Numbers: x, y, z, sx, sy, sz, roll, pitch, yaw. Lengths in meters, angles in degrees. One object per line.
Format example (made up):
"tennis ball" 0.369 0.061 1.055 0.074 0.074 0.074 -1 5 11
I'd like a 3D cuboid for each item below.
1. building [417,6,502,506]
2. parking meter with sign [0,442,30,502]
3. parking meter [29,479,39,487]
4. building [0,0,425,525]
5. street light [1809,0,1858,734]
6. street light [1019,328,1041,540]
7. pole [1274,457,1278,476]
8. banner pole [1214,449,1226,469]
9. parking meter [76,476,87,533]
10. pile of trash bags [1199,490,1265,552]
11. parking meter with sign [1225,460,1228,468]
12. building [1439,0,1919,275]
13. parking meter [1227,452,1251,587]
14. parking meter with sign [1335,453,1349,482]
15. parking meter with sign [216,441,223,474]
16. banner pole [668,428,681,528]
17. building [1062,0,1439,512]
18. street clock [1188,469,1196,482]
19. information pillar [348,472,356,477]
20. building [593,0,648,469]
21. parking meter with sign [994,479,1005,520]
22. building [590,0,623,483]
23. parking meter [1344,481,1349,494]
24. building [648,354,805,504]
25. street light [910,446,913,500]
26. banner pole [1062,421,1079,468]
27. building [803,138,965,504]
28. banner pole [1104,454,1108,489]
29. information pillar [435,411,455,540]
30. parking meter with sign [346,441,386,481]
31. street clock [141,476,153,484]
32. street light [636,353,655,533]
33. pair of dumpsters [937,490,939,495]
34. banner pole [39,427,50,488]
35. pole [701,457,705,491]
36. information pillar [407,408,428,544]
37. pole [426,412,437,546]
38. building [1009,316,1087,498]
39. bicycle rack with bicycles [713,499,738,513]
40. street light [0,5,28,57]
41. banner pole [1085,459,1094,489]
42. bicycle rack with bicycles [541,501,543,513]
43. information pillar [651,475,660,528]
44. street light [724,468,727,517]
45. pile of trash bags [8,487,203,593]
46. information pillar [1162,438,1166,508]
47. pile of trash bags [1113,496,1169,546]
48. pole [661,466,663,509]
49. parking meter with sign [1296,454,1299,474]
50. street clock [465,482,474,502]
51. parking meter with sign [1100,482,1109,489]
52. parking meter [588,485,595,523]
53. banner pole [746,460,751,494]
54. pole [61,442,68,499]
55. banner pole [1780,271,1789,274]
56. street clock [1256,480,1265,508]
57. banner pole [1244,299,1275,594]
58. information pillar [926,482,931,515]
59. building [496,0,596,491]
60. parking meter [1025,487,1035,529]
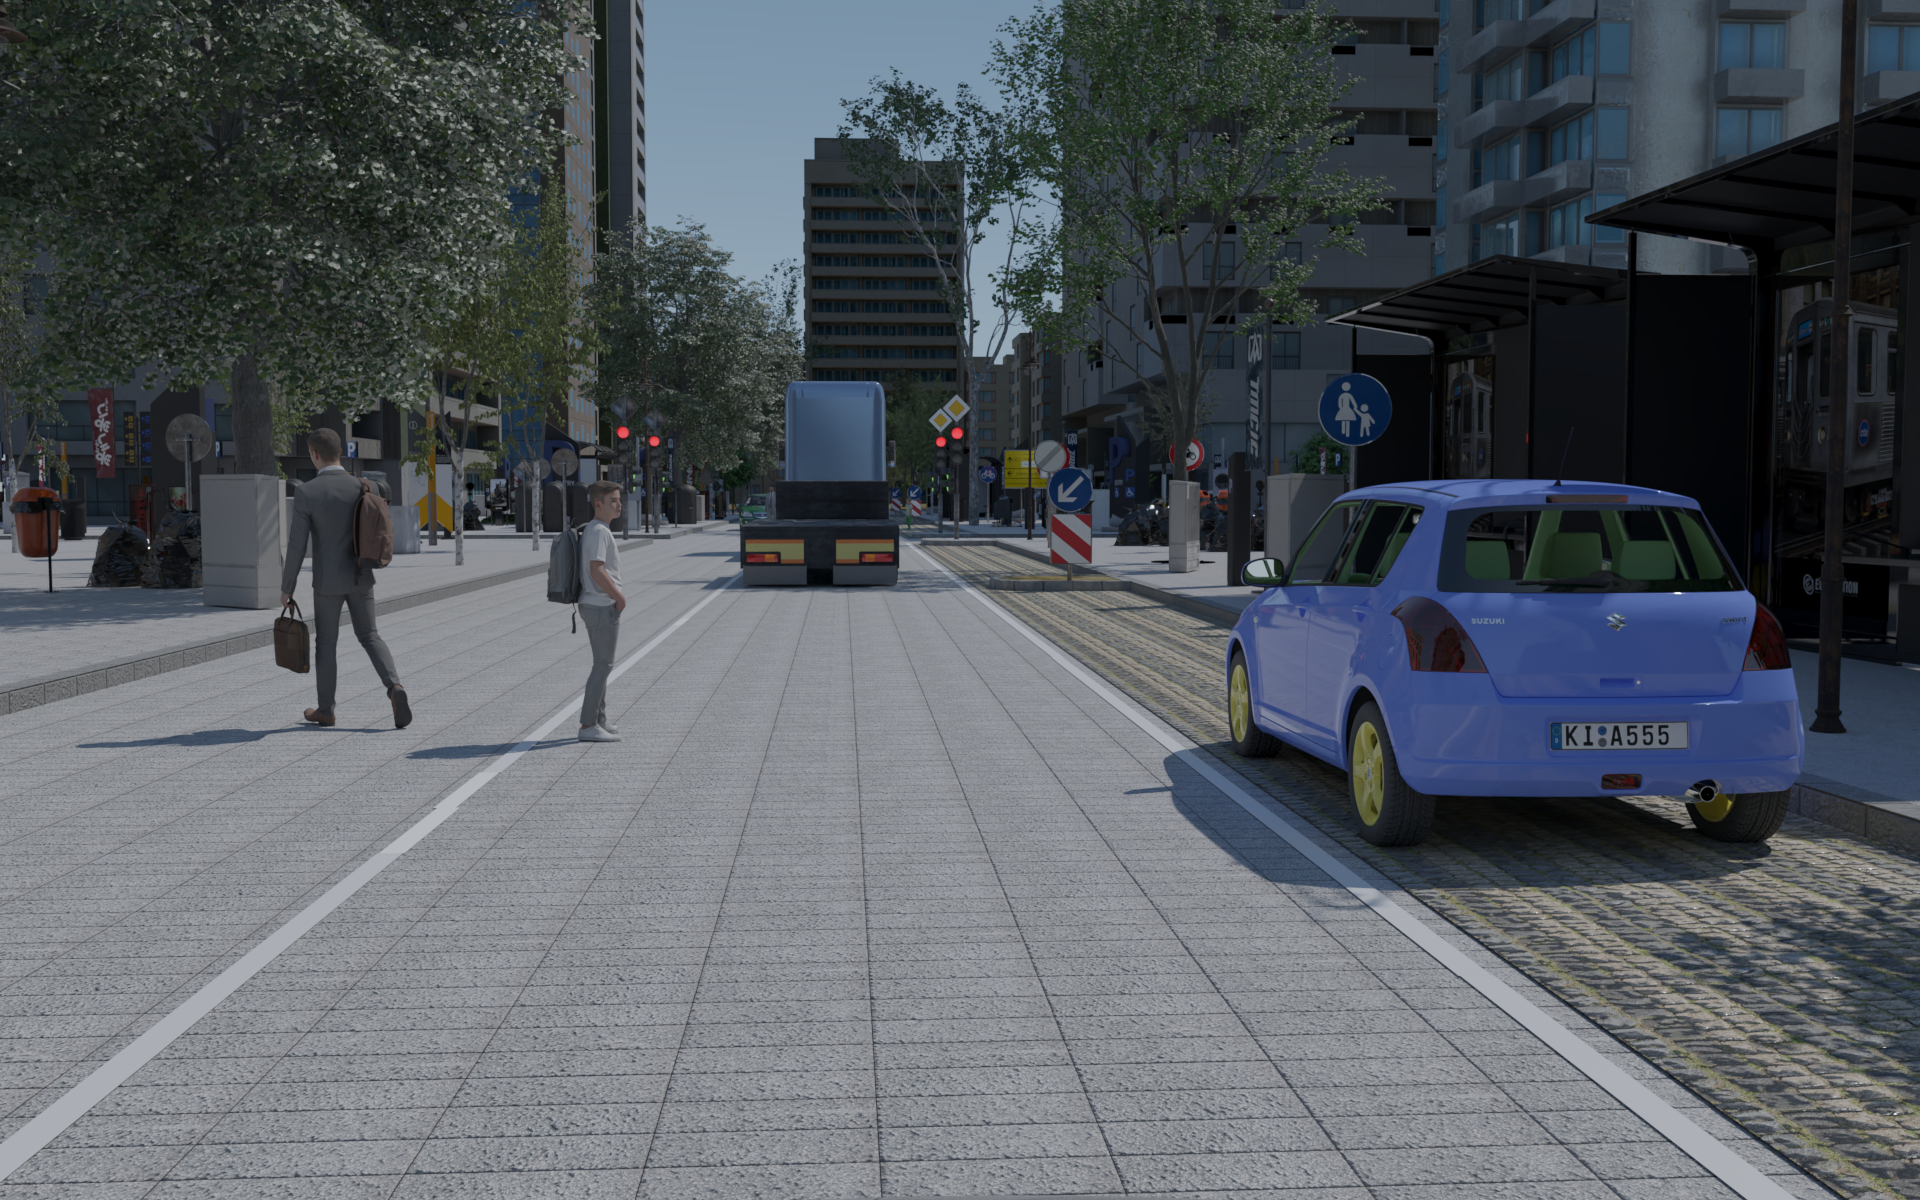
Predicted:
"building" -41.897 -29.651 108.488 21.300 48.544 21.600 0 4 -4
"parking meter with sign" -31.901 -3.817 58.662 0.543 3.016 1.738 1 4 19
"parking meter" -36.568 -3.831 68.356 0.399 1.863 0.255 0 4 0
"building" -32.509 -18.623 76.180 14.160 30.474 14.107 0 4 -4
"street light" 4.689 -2.226 9.179 0.468 5.910 1.993 0 4 -4
"street light" 1.953 -4.618 48.295 0.468 5.910 1.993 0 4 -4
"pole" 17.448 -6.224 95.604 0.158 3.312 0.155 0 3 0
"banner pole" 14.445 -6.487 96.073 0.863 3.779 0.401 2 4 31
"parking meter" -28.705 -3.112 56.586 0.255 1.863 0.399 -2 4 -28
"pile of trash bags" 6.322 -1.845 39.925 1.912 1.369 3.447 0 4 -2
"parking meter with sign" 13.597 -5.670 88.963 0.543 3.016 1.738 -1 4 -12
"building" 38.455 -28.265 81.749 30.456 49.044 23.786 0 4 -4
"parking meter" 3.895 -1.129 24.169 0.255 1.863 0.399 0 4 -5
"parking meter with sign" 16.894 -4.742 73.798 1.738 3.016 0.543 -1 4 -11
"parking meter with sign" -24.892 -3.667 56.219 1.738 3.016 0.543 -3 4 -39
"banner pole" -10.872 -4.620 65.561 0.401 3.779 0.863 1 4 18
"building" 23.916 -34.413 151.895 28.713 52.752 27.495 0 4 -4
"street clock" 5.140 -2.089 38.732 0.358 2.002 0.471 0 4 1
"information pillar" -20.675 -3.318 58.749 0.304 2.012 0.304 -3 4 -38
"building" -47.176 -39.009 179.803 28.212 58.520 21.231 0 4 -4
"parking meter with sign" 2.551 -5.514 86.417 1.738 3.016 0.543 1 4 19
"building" -41.048 -43.724 153.135 20.563 71.187 20.611 0 4 -4
"parking meter" 6.409 -1.263 29.056 0.372 1.533 0.369 0 3 0
"building" -36.033 -24.217 240.994 28.899 21.520 27.650 0 4 -4
"street light" -3.712 -9.710 131.545 0.468 5.910 1.993 0 4 -4
"banner pole" 3.738 -4.253 59.561 0.863 3.779 0.401 -2 4 -32
"building" -10.644 -37.631 238.974 21.600 48.544 21.300 0 4 -4
"banner pole" 9.057 -7.181 107.427 0.401 3.779 0.863 1 4 22
"information pillar" -14.513 -3.506 48.680 0.504 3.616 0.183 -3 5 -40
"parking meter with sign" -19.608 -3.778 58.036 0.543 3.016 1.738 3 4 37
"street clock" -31.981 -3.894 68.239 0.471 2.002 0.358 1 4 9
"street light" -10.315 -5.146 56.924 0.468 5.910 1.993 0 4 -4
"pair of dumpsters" -0.501 -6.455 108.037 1.574 2.255 4.437 0 4 -4
"banner pole" -34.080 -4.560 64.567 0.401 3.779 0.863 0 4 -2
"pole" -13.977 -6.137 94.184 0.158 3.312 0.155 0 3 0
"information pillar" -14.030 -3.269 44.797 0.504 3.616 0.183 -1 4 -11
"pole" -13.108 -3.005 42.976 0.158 3.312 0.155 0 3 0
"building" 20.587 -20.542 180.894 27.650 21.520 28.899 0 4 -4
"bicycle rack with bicycles" -16.099 -6.527 120.091 2.852 0.926 2.925 1 4 16
"street light" -7.395 -2.444 12.741 0.468 5.910 1.993 0 4 -4
"banner pole" 9.160 -8.153 123.320 0.863 3.779 0.401 0 4 6
"bicycle rack with bicycles" -23.764 -5.311 100.209 2.925 0.926 2.852 1 4 14
"information pillar" -11.656 -3.784 66.354 0.304 2.012 0.304 0 4 -5
"street light" -13.048 -7.541 96.076 0.468 5.910 1.993 0 4 -4
"pile of trash bags" -11.281 -0.861 23.823 1.912 1.369 3.447 2 4 32
"information pillar" 8.611 -5.001 73.123 0.183 3.616 0.504 0 4 -5
"pile of trash bags" 5.410 -2.083 43.806 1.912 1.369 3.447 2 4 34
"pole" -17.117 -6.441 99.152 0.158 3.312 0.155 0 3 0
"parking meter with sign" 15.657 -4.885 76.133 1.738 3.016 0.543 1 4 15
"street clock" -29.485 -6.095 104.219 0.471 2.002 0.358 -3 4 -37
"parking meter with sign" 9.642 -7.243 114.679 1.738 3.016 0.543 1 4 10
"parking meter" -9.115 -2.135 43.313 0.372 1.533 0.369 0 3 0
"banner pole" -16.317 -8.529 129.471 0.863 3.779 0.401 -3 4 -38
"pole" -34.904 -4.506 67.517 0.158 3.312 0.155 0 3 0
"banner pole" 8.200 -1.676 17.419 0.401 3.779 0.863 1 4 14
"street clock" 15.753 -5.275 90.813 0.471 2.002 0.358 3 5 45
"banner pole" 3.896 -1.988 22.514 0.401 3.779 0.863 -1 4 -17
"information pillar" -1.941 -6.301 107.517 0.304 2.012 0.304 -1 4 -11
"building" -36.870 -29.730 136.193 14.600 45.320 14.200 0 4 -4
"parking meter" 2.539 -3.341 63.042 0.372 1.533 0.369 0 3 0
